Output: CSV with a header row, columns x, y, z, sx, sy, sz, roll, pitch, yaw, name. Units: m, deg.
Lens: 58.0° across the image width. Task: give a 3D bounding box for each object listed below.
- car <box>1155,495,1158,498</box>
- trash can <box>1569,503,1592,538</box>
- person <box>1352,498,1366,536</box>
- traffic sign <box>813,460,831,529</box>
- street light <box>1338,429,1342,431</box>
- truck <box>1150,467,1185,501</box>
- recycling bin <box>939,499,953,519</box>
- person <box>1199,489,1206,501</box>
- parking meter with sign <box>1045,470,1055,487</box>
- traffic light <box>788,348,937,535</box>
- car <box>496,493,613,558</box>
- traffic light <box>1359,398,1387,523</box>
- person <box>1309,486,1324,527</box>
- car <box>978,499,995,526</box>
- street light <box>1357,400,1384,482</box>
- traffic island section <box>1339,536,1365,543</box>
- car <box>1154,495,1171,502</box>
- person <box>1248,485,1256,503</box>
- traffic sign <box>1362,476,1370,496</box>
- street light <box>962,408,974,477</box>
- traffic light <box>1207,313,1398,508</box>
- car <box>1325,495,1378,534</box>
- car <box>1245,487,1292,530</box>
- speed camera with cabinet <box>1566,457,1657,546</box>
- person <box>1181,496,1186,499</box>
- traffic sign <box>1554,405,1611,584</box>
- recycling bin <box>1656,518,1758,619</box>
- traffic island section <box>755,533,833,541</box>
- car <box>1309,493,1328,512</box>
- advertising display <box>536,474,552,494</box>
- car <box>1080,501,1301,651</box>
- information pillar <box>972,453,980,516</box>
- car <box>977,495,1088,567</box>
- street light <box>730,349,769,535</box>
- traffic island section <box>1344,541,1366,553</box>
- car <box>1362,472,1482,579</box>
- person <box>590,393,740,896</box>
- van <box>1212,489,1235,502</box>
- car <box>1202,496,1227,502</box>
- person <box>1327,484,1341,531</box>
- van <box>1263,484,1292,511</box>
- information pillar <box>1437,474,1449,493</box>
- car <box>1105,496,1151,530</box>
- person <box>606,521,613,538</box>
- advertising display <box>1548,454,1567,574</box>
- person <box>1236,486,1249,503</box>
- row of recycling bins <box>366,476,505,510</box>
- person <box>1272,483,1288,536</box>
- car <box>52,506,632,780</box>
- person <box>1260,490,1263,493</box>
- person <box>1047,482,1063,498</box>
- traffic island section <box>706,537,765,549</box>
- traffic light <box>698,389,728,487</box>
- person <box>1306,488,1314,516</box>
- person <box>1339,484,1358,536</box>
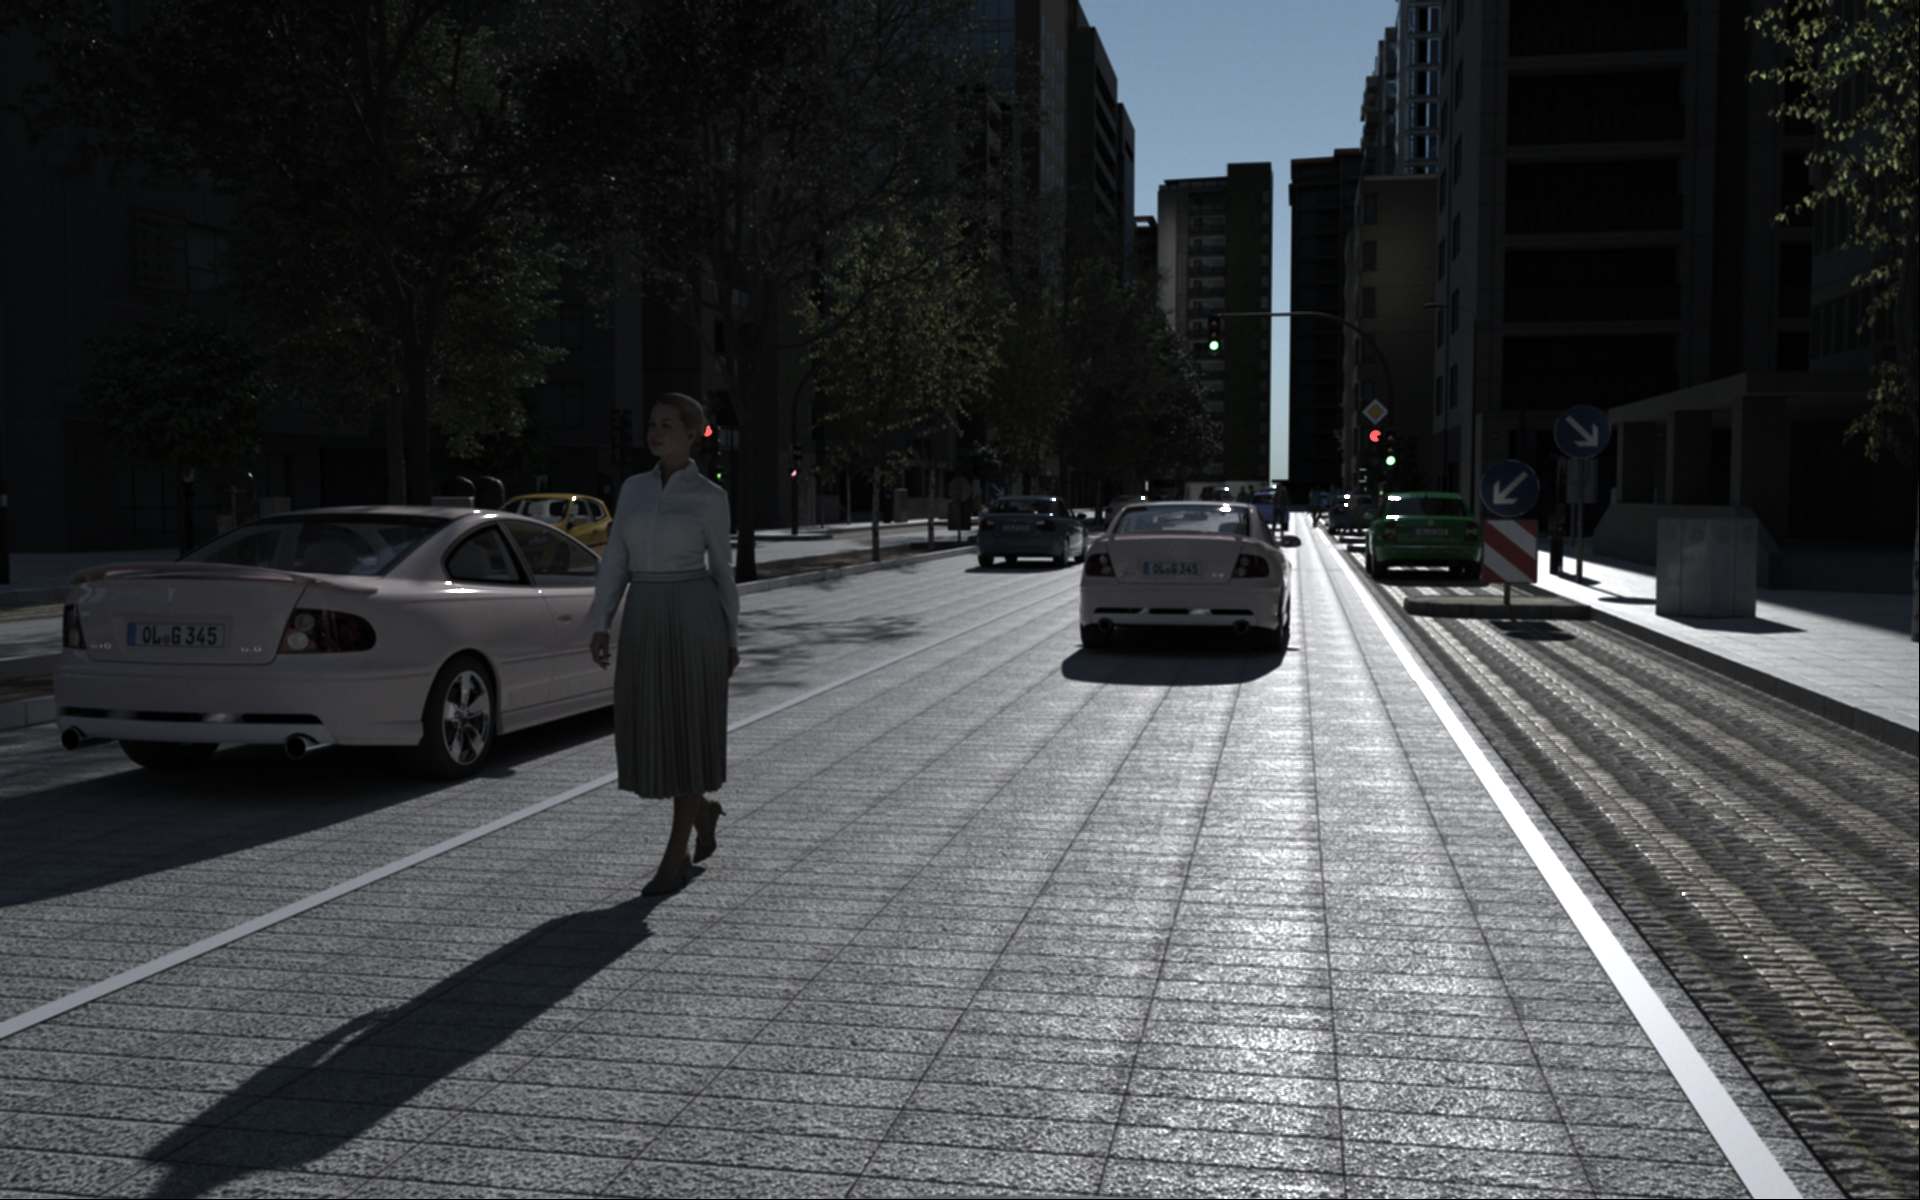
x,y,z,sx,sy,sz,roll,pitch,yaw,name
19.291,-9.296,164.350,2.083,1.381,4.827,1,4,12,car
18.262,-2.405,50.976,0.748,1.137,0.748,0,3,0,trash can
12.257,-2.476,53.247,0.475,1.303,0.640,-2,4,-25,person
-5.083,-3.898,63.833,0.768,2.556,0.104,1,4,14,traffic sign
27.812,-9.292,124.466,1.470,5.913,1.316,1,4,11,street light
21.116,-11.410,175.463,2.839,4.237,11.283,1,4,12,truck
-0.674,-4.670,88.902,0.722,1.027,0.722,1,4,14,recycling bin
20.010,-8.171,142.113,0.705,1.823,1.348,-2,4,-32,person
6.639,-7.976,126.669,0.543,3.016,1.738,0,4,-6,parking meter with sign
-3.100,-4.846,53.898,4.771,5.953,1.251,1,4,11,traffic light
-7.334,-1.240,30.495,2.015,1.641,3.980,1,4,9,car
12.176,-3.793,50.943,0.839,4.253,0.868,1,4,11,traffic light
15.560,-4.088,75.677,0.444,1.785,0.601,-3,5,-39,person
1.942,-3.569,70.718,2.083,1.381,4.827,1,4,10,car
20.288,-6.905,85.439,1.470,5.913,1.316,1,4,11,street light
12.213,-1.760,51.049,2.009,0.180,2.903,1,4,11,traffic island section
18.443,-8.838,157.082,1.945,1.354,3.894,1,4,12,car
12.987,-4.182,76.839,0.822,1.834,0.622,2,4,29,person
22.320,-5.773,94.497,0.768,2.556,0.104,1,4,19,traffic sign
0.663,-7.330,92.388,1.470,5.913,1.316,1,4,11,street light
8.593,-4.201,43.356,4.771,5.953,1.251,1,4,11,traffic light
14.270,-3.110,62.850,2.014,1.417,4.499,1,4,11,car
12.461,-3.703,70.128,1.945,1.707,3.694,1,4,11,car
15.838,-2.923,42.121,2.038,3.252,0.660,2,4,29,speed camera with cabinet
25.728,-11.770,200.881,1.348,1.831,0.705,-3,4,-37,person
8.884,-1.509,24.774,0.768,2.556,0.104,1,4,19,traffic sign
7.847,-0.346,18.210,0.722,1.027,0.722,-2,4,-25,recycling bin
-5.208,-1.965,54.401,2.009,0.180,2.903,1,4,11,traffic island section
28.451,-7.750,136.302,1.945,1.707,3.694,1,4,9,car
-13.309,-3.069,55.398,0.123,1.923,0.974,-3,4,-37,advertising display
2.333,-0.302,17.297,2.083,1.381,4.827,1,4,12,car
0.914,-6.620,99.595,0.504,3.616,0.183,3,5,44,information pillar
1.505,-1.421,35.235,2.014,1.417,4.499,1,4,12,car
-6.665,-5.014,54.513,1.470,5.913,1.316,1,4,11,street light
10.701,-1.280,43.208,2.009,0.180,2.903,1,4,11,traffic island section
8.104,-1.326,30.476,1.959,1.807,4.718,1,4,11,car
-1.043,0.141,6.417,0.478,1.798,0.641,2,4,25,person
20.035,-7.677,132.533,2.013,2.044,4.112,1,4,10,van
17.204,-6.442,117.912,1.945,1.354,3.894,1,4,9,car
14.324,-3.524,66.135,0.660,1.820,0.620,2,4,30,person
17.971,-5.628,99.026,2.013,2.044,4.112,1,4,9,van
17.433,-3.553,62.580,0.304,2.012,0.304,-1,4,-13,information pillar
6.893,-3.484,69.329,2.083,1.381,4.827,1,4,12,car
-2.880,-0.094,15.045,0.382,1.210,0.505,-3,5,-44,person
9.721,-1.405,28.182,0.123,1.923,0.974,2,4,28,advertising display
12.808,-4.257,78.445,0.601,1.785,0.444,1,4,15,person
-11.911,-1.991,39.665,1.069,1.692,3.534,3,4,36,row of recycling bins
10.871,-3.068,58.850,0.537,1.800,0.526,2,4,33,person
-3.078,0.132,10.200,2.083,1.381,4.827,1,4,13,car
19.859,-6.405,114.052,0.563,1.720,0.643,2,4,32,person
3.281,-3.186,60.397,0.655,1.846,0.447,2,4,31,person
-6.720,-1.485,46.560,2.009,0.180,2.903,1,4,11,traffic island section
-6.682,-3.517,46.418,0.839,4.253,0.868,1,4,11,traffic light
22.946,-6.392,113.234,0.478,1.798,0.641,-3,5,-40,person
12.328,-2.796,54.894,0.598,1.740,0.731,1,4,10,person
